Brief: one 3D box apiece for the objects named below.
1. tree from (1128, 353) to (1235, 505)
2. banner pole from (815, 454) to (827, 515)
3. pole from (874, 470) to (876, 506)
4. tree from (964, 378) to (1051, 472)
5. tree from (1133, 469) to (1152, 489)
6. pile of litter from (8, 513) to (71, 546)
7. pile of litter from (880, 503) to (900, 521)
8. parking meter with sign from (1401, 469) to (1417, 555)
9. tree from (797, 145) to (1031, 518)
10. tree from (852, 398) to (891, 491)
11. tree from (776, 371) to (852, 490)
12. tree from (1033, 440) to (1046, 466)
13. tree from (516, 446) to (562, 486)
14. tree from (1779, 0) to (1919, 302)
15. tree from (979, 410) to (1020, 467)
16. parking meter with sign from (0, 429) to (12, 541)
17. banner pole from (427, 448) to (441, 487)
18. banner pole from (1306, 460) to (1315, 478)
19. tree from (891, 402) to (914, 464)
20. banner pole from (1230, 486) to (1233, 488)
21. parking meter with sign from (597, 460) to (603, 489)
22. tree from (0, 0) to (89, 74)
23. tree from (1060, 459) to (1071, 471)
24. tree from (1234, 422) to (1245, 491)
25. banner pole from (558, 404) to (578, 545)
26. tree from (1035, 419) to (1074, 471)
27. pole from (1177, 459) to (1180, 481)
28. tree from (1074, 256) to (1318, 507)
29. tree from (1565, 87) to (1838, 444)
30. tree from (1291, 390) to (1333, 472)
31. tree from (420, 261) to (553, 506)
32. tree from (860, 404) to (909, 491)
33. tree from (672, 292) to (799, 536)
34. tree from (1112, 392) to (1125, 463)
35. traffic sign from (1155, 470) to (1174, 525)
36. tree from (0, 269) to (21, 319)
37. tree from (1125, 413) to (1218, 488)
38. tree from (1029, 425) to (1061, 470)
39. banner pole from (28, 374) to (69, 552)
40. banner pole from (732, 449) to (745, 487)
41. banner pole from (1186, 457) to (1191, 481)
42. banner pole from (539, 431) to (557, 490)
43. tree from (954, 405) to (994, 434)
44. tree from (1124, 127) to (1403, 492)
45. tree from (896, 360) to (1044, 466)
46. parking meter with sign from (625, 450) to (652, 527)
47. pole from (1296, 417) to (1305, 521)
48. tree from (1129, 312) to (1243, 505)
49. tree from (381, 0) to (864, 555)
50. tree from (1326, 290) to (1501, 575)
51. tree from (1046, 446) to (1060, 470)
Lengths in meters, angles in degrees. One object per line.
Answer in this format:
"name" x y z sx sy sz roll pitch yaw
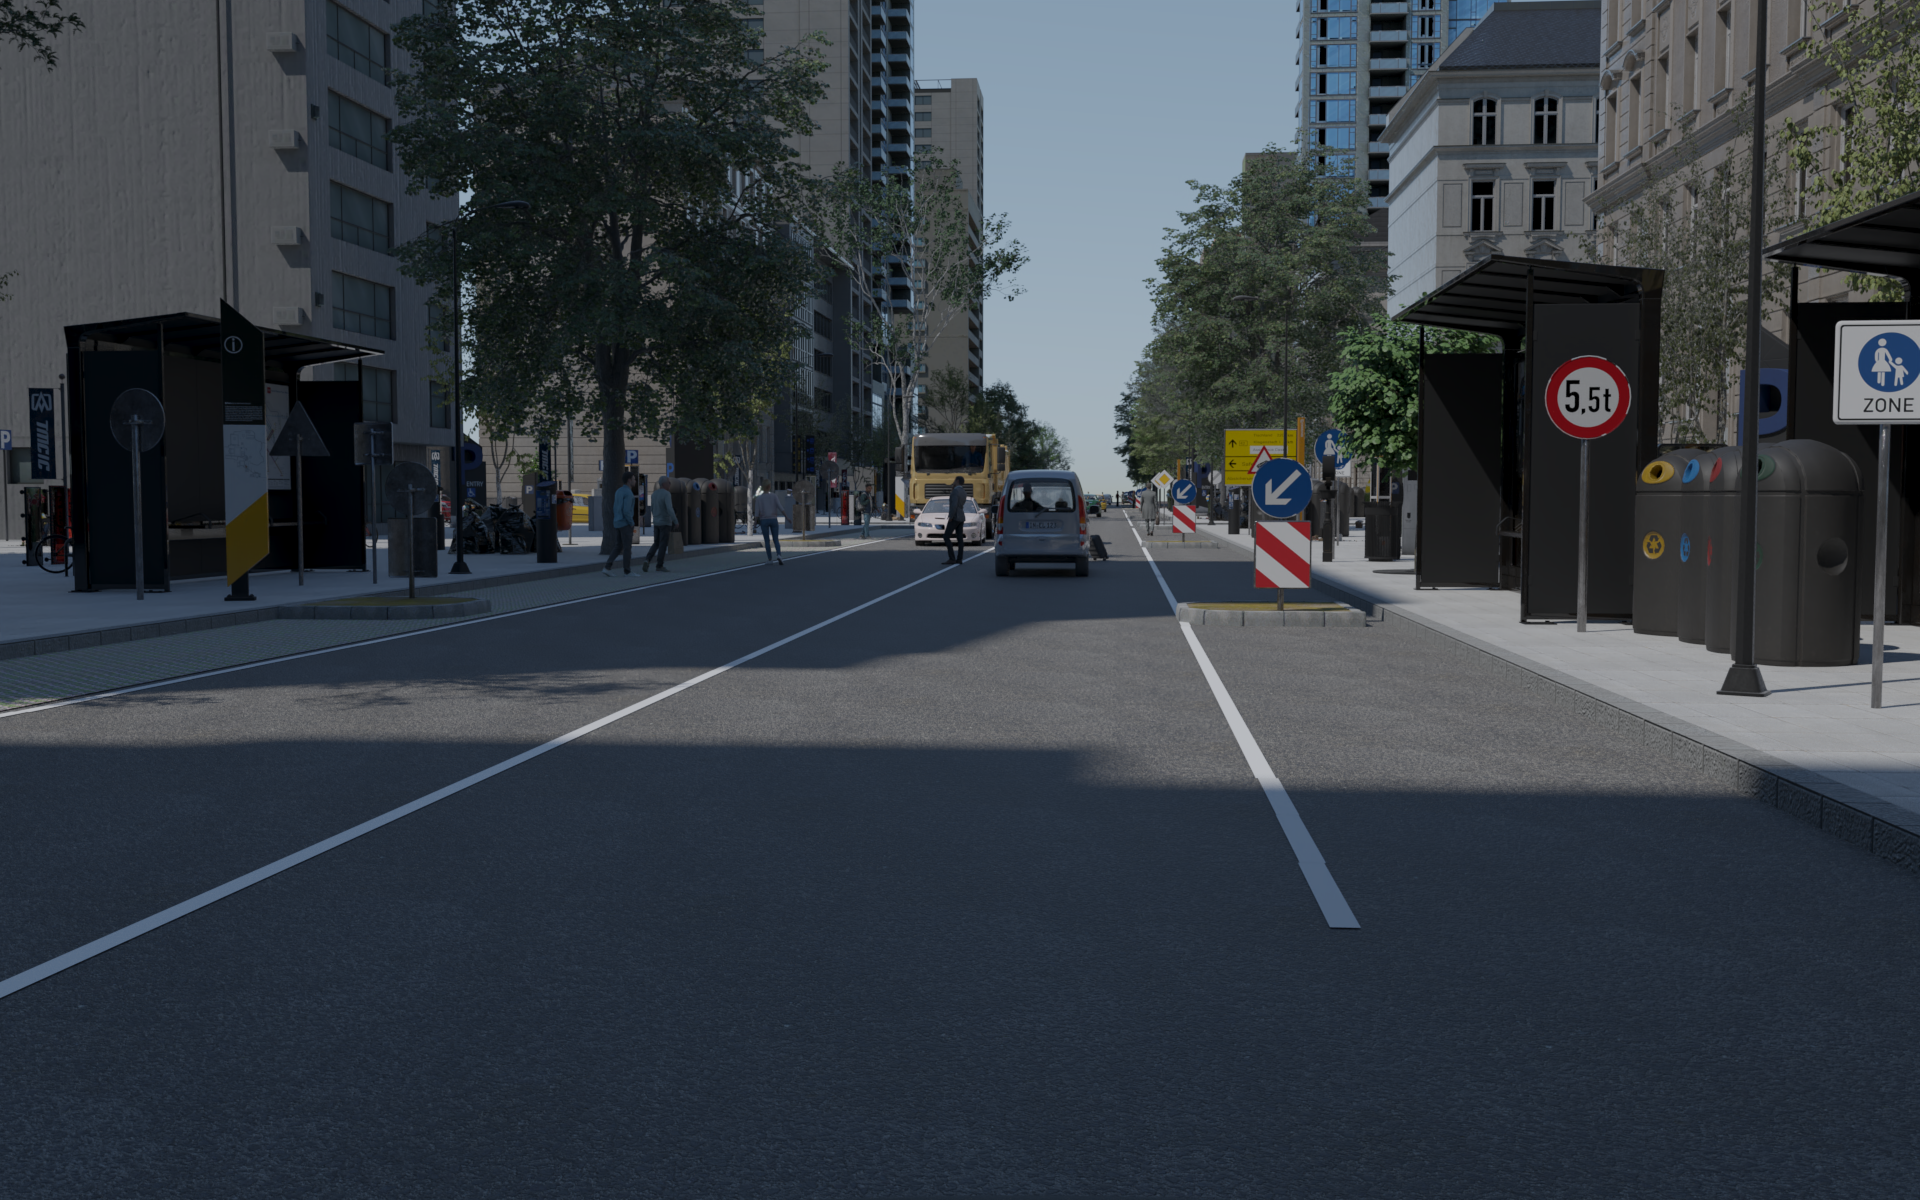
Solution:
"tree" 14.933 -11.592 115.287 9.928 11.665 9.643 0 3 0
"banner pole" -8.684 -7.190 107.571 0.863 3.779 0.401 0 4 -3
"pole" -7.090 -9.227 144.704 0.158 3.312 0.155 0 3 0
"tree" 3.892 -15.561 171.434 9.611 12.733 9.660 0 3 0
"tree" 27.841 -18.700 256.101 4.737 8.622 4.395 0 3 0
"pile of litter" -22.627 -1.767 42.851 1.719 0.858 1.176 1 4 16
"pile of litter" -3.374 -4.323 84.649 1.176 0.858 1.719 1 4 12
"parking meter with sign" 9.669 -2.453 36.364 1.738 3.016 0.543 2 4 31
"tree" -1.651 -14.454 92.216 12.611 20.169 13.585 0 3 0
"tree" -7.558 -10.700 125.303 4.360 8.622 3.978 0 3 0
"tree" -8.896 -9.418 104.340 4.360 8.622 3.978 0 3 0
"tree" 7.718 -15.922 210.681 4.360 8.622 3.978 0 3 0
"tree" -17.183 -4.615 70.057 1.663 3.219 1.824 0 3 0
"tree" 12.497 -4.402 22.334 4.737 8.622 4.395 0 3 0
"tree" 2.841 -12.025 146.976 4.360 8.622 3.978 0 3 0
"parking meter with sign" -26.662 -3.100 46.948 1.738 3.016 0.543 0 4 5
"banner pole" -26.276 -5.892 86.355 0.863 3.779 0.401 0 4 4
"banner pole" 24.611 -8.042 121.497 0.863 3.779 0.401 0 4 7
"tree" -5.223 -11.065 131.280 4.360 8.622 3.978 0 3 0
"banner pole" 18.875 -8.053 121.689 0.401 3.779 0.863 -3 4 -38
"parking meter with sign" -17.695 -5.641 88.486 1.738 3.016 0.543 3 5 41
"tree" -10.400 -4.756 12.181 8.767 10.594 7.601 1 4 8
"tree" 16.323 -23.071 311.628 8.767 10.594 7.601 1 4 22
"tree" 23.776 -12.112 148.392 4.737 8.622 4.395 0 3 0
"banner pole" -9.828 -3.286 43.741 0.401 3.779 0.863 0 4 -2
"tree" 13.730 -22.745 282.249 12.009 13.543 11.850 0 3 0
"pole" 12.891 -6.623 102.135 0.158 3.312 0.155 0 3 0
"tree" 13.136 -10.710 85.472 12.009 13.543 11.850 0 3 0
"tree" 13.410 -4.942 31.162 4.360 8.622 3.978 0 3 0
"tree" 22.739 -9.989 113.679 4.360 8.622 3.978 0 3 0
"tree" -13.919 -6.209 51.873 4.737 8.622 4.395 0 3 0
"tree" -6.274 -11.688 141.469 4.737 8.622 4.395 0 3 0
"tree" -6.557 -6.259 52.699 4.737 8.622 4.395 0 3 0
"tree" 21.022 -17.088 186.043 9.857 13.997 8.962 0 3 0
"traffic sign" 8.376 -4.122 71.031 0.795 2.450 0.064 0 4 5
"tree" -22.098 -5.221 35.729 4.360 8.622 3.978 0 3 0
"tree" 19.791 -14.060 164.288 8.767 10.594 7.601 3 5 39
"tree" 10.908 -19.932 251.636 9.928 11.665 9.643 0 3 0
"banner pole" -18.875 -2.813 36.013 0.863 3.779 0.401 -1 4 -21
"banner pole" -12.352 -6.550 97.108 0.863 3.779 0.401 -1 4 -9
"banner pole" 13.734 -6.870 102.345 0.863 3.779 0.401 1 4 16
"banner pole" -14.087 -4.246 59.445 0.863 3.779 0.401 1 4 15
"tree" 0.994 -11.449 137.548 4.737 8.622 4.395 0 3 0
"tree" 10.836 -9.495 61.902 9.857 13.997 8.962 0 3 0
"tree" 0.012 -11.376 120.412 8.767 10.594 7.601 -3 5 -40
"parking meter with sign" -12.471 -4.349 67.367 0.543 3.016 1.738 -2 4 -31
"pole" 9.080 -3.201 46.177 0.158 3.312 0.155 0 3 0
"tree" 14.233 -11.538 106.769 7.486 12.596 7.792 0 3 0
"tree" -7.208 -7.936 36.416 9.857 13.997 8.962 0 3 0
"tree" 7.401 -2.705 27.942 4.285 4.588 4.351 0 3 0
"tree" 5.807 -15.785 192.495 7.601 10.594 8.767 -1 4 -16
